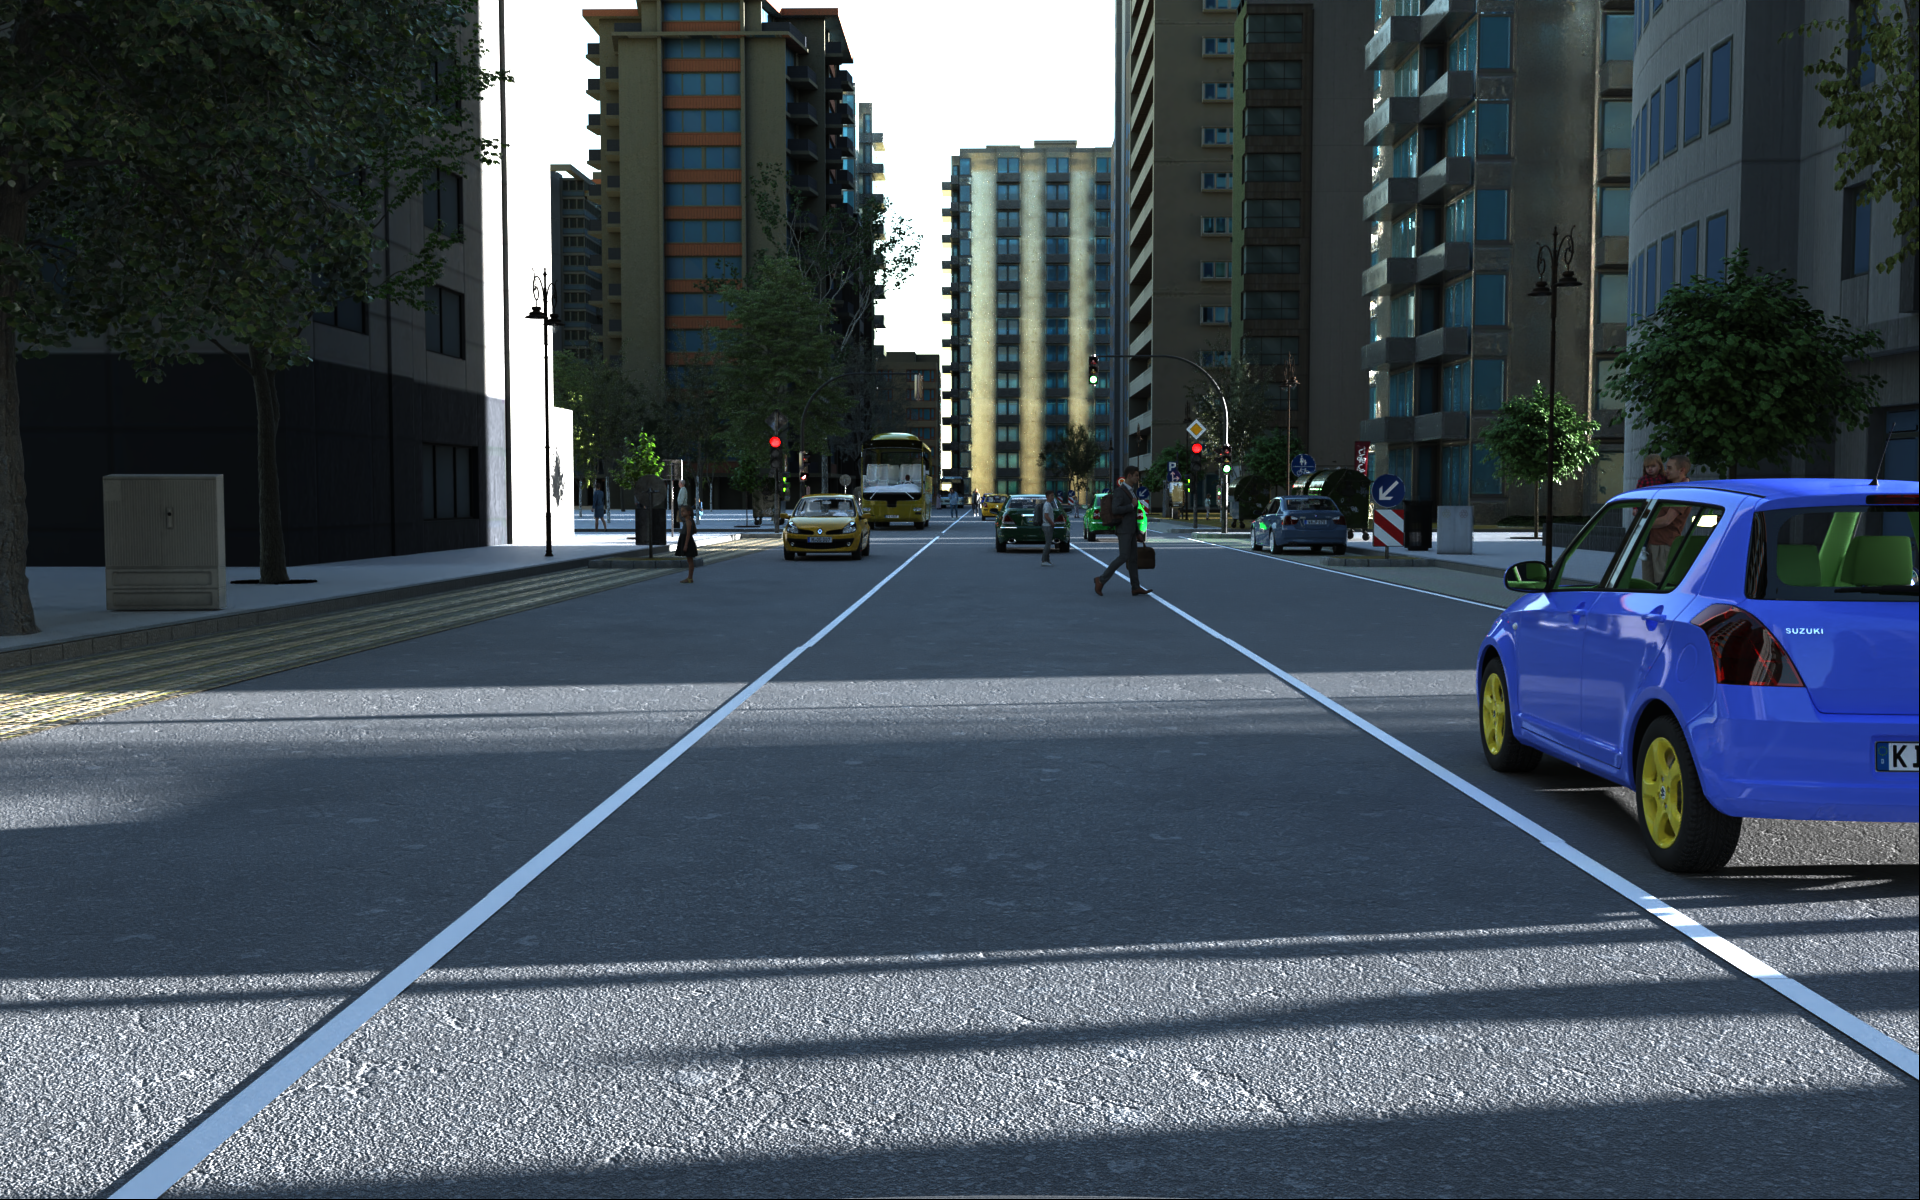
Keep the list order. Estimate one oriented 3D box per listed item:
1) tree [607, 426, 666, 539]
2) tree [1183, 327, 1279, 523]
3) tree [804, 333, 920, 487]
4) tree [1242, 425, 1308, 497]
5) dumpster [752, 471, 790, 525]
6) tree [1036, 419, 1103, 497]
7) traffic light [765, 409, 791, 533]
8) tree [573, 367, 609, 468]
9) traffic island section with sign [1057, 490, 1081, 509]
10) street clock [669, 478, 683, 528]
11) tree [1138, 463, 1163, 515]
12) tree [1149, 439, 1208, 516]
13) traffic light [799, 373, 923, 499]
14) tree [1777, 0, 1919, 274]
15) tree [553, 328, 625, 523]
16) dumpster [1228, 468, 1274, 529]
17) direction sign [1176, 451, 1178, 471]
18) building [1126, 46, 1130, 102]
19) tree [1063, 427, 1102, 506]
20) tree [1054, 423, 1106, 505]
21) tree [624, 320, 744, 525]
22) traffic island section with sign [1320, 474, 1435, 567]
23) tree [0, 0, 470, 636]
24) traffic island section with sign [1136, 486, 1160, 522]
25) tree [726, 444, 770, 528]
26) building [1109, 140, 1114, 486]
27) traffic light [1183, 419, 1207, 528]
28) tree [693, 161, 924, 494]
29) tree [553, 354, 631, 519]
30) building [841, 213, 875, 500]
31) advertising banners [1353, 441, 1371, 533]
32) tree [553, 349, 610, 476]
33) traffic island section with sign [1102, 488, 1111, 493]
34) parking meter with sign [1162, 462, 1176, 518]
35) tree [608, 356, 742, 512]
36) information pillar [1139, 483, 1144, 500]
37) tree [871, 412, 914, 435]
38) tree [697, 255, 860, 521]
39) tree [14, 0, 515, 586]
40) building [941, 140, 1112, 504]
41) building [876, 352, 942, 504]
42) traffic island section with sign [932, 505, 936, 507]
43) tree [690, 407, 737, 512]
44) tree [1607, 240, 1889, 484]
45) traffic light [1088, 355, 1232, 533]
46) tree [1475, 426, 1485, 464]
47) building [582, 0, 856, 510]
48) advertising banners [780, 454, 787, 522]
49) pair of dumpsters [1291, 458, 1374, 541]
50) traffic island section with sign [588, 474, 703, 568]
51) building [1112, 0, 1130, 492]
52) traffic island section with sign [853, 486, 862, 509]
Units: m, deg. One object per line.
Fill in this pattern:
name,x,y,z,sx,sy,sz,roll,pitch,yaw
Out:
tree,-8.990,-3.353,49.427,1.663,3.219,1.824,0,3,0
tree,11.969,-7.765,77.321,4.360,8.622,3.978,0,3,0
tree,-7.518,-13.513,131.306,12.009,13.543,11.850,0,3,0
tree,15.020,-6.016,82.083,4.285,4.588,4.351,0,3,0
dumpster,-7.902,-4.244,71.889,1.502,2.255,1.985,0,4,1
tree,13.543,-17.189,215.453,8.767,10.594,7.601,0,4,3
traffic light,-6.010,-4.160,56.942,0.839,4.253,0.868,0,4,1
tree,-24.949,-11.736,126.291,7.601,10.594,8.767,0,4,4
traffic island section with sign,10.588,-9.683,166.952,1.989,1.847,2.006,0,4,1
street clock,-10.583,-3.674,64.642,0.471,2.002,0.358,1,4,20
tree,11.955,-6.930,107.908,1.663,3.219,1.824,0,3,0
tree,12.654,-7.178,101.082,4.285,4.588,4.351,0,3,0
traffic light,-3.779,-5.520,64.925,4.771,5.953,1.251,0,4,1
tree,10.371,-4.105,17.487,4.737,8.622,4.395,0,3,0
tree,-15.582,-7.703,76.306,4.360,8.622,3.978,0,3,0
dumpster,10.862,-3.808,64.750,1.502,2.255,1.985,0,4,1
direction sign,11.483,-6.096,91.670,0.379,3.537,0.876,0,4,1
building,22.792,-31.260,161.212,14.600,45.320,14.200,0,4,1
tree,13.186,-14.649,189.867,4.737,8.622,4.395,0,3,0
tree,12.595,-13.735,174.934,4.360,8.622,3.978,0,3,0
tree,-11.282,-7.480,72.660,4.360,8.622,3.978,0,3,0
traffic island section with sign,8.315,-1.599,34.778,1.989,1.847,2.006,0,4,1
tree,-8.948,-6.653,15.432,9.857,13.997,8.962,0,3,0
traffic island section with sign,9.261,-4.940,89.398,1.989,1.847,2.006,0,4,1
tree,-8.117,-4.421,66.882,1.663,3.219,1.824,0,3,0
building,25.117,-33.904,204.444,14.600,45.320,14.200,0,4,1
traffic light,8.787,-4.634,64.690,0.839,4.253,0.868,0,4,1
tree,-9.363,-14.984,100.884,12.611,20.169,13.585,0,3,0
tree,-19.206,-8.526,89.761,4.737,8.622,4.395,0,3,0
building,-16.179,-24.792,177.052,14.160,30.474,14.107,0,4,1
advertising banners,12.487,-3.729,57.155,2.074,3.025,0.090,0,4,3
tree,-30.708,-13.320,135.907,7.486,12.596,7.792,0,3,0
traffic island section with sign,9.728,-6.617,116.809,1.989,1.847,2.006,0,4,1
parking meter with sign,11.272,-5.952,93.574,0.543,3.016,1.738,0,4,-6
tree,-17.811,-11.203,117.583,8.767,10.594,7.601,1,4,20
information pillar,12.128,-6.810,115.830,0.304,2.012,0.304,1,4,18
tree,-6.708,-12.610,156.536,4.737,8.622,4.395,0,3,0
tree,-8.650,-10.045,82.363,7.486,12.596,7.792,0,3,0
tree,-10.005,-6.045,24.595,9.928,11.665,9.643,0,3,0
building,12.829,-37.764,237.046,30.456,49.044,23.786,0,4,1
building,-17.260,-24.179,240.359,28.899,21.520,27.650,0,4,1
traffic island section with sign,-3.347,-11.374,194.600,1.989,1.847,2.006,0,4,1
tree,-17.938,-10.717,125.578,4.737,8.622,4.395,0,3,0
tree,10.080,-2.384,22.694,4.285,4.588,4.351,0,3,0
traffic light,6.556,-5.011,56.601,4.771,5.953,1.251,0,4,1
tree,16.560,-4.043,49.822,4.285,4.588,4.351,0,3,0
building,-21.028,-30.619,155.249,22.147,44.769,28.867,0,4,1
advertising banners,-7.827,-4.914,76.531,0.090,3.025,2.074,-1,4,-15
pair of dumpsters,10.656,-2.879,49.567,1.574,2.255,4.437,0,4,1
traffic island section with sign,-6.125,-1.556,34.073,1.989,1.847,2.006,0,4,1
building,26.736,-39.187,182.698,21.231,58.520,28.212,0,4,1
traffic island section with sign,-5.162,-4.956,89.655,1.989,1.847,2.006,0,4,1
